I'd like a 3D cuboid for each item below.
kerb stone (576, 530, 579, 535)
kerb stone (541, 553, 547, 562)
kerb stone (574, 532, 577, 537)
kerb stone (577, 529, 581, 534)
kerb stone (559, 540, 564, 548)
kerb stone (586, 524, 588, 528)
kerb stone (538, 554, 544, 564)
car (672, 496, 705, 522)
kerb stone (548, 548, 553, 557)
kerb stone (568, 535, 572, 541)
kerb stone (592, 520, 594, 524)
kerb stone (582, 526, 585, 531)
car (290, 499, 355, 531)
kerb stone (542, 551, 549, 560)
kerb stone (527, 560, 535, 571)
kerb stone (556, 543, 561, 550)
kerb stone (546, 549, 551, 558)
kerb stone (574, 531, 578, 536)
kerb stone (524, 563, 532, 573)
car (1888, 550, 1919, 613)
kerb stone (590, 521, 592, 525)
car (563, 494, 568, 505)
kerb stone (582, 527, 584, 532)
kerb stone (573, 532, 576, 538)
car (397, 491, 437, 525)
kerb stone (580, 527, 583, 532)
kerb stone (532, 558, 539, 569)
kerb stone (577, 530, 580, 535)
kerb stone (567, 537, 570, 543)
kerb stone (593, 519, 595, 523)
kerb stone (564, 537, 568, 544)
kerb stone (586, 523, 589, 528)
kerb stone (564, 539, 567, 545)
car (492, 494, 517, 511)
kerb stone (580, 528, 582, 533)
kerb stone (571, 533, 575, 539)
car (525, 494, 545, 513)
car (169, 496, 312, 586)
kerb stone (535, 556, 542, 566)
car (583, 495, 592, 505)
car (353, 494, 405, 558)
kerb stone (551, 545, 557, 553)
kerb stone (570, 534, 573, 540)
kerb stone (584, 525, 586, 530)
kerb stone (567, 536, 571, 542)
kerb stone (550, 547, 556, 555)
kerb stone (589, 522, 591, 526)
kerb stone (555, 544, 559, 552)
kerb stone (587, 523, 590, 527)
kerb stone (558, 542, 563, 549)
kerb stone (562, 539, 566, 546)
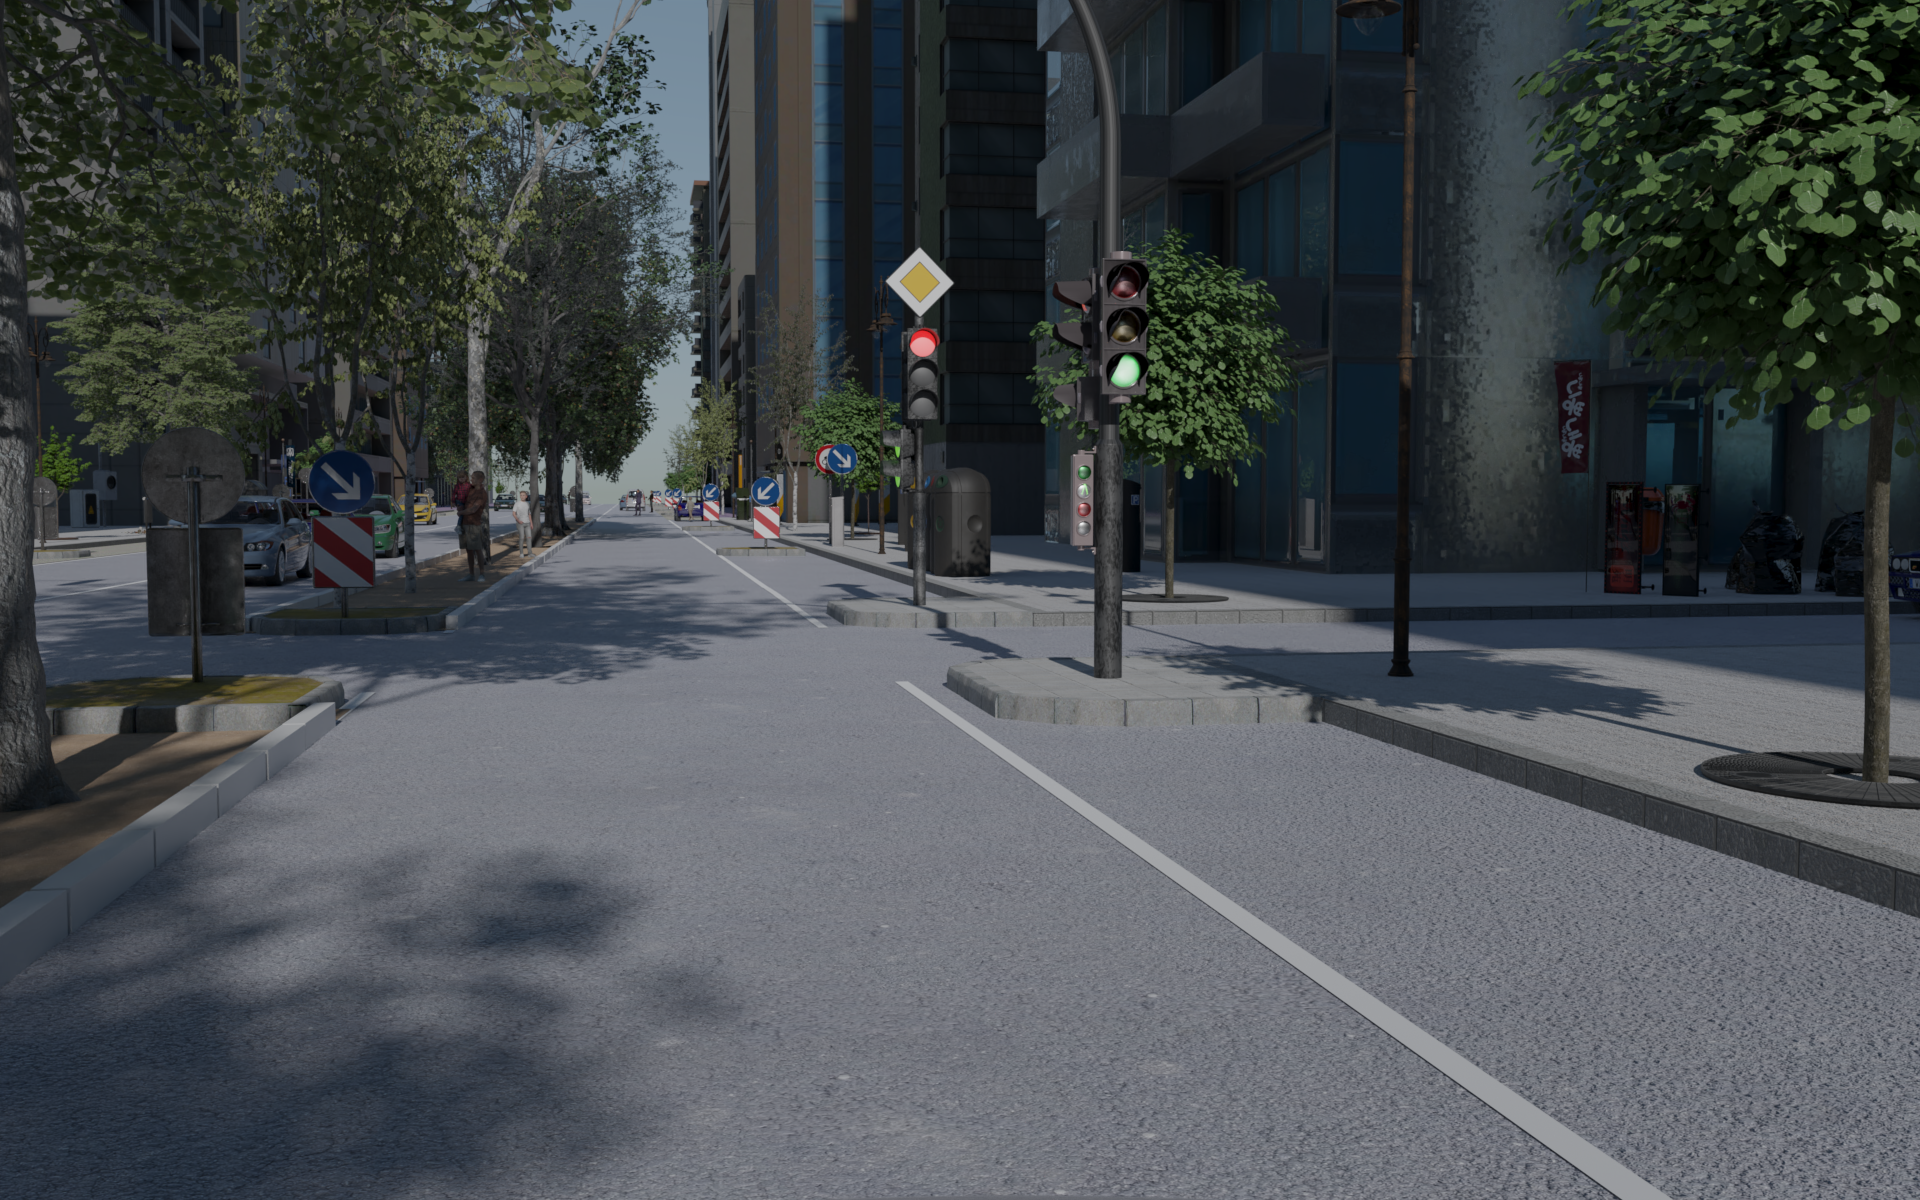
[{"bbox_3d":[-12.709,-2.129,57.004,0.120,0.150,1.000,-1,4,-11],"label":"kerb stone"},{"bbox_3d":[-8.691,-0.832,35.839,0.120,0.150,1.000,-1,4,-11],"label":"kerb stone"},{"bbox_3d":[-12.329,-2.003,54.989,0.120,0.150,1.000,-1,4,-11],"label":"kerb stone"},{"bbox_3d":[-13.086,-2.252,59.021,0.120,0.150,1.000,-1,4,-11],"label":"kerb stone"},{"bbox_3d":[-10.410,-1.389,44.910,0.120,0.150,1.000,-1,4,-11],"label":"kerb stone"},{"bbox_3d":[-15.011,-2.860,69.095,0.120,0.150,1.000,-1,4,-11],"label":"kerb stone"},{"bbox_3d":[-8.500,-0.773,34.829,0.120,0.150,1.000,-1,4,-11],"label":"kerb stone"},{"bbox_3d":[-14.243,-4.842,91.740,1.945,1.354,3.894,-1,4,-12],"label":"car"},{"bbox_3d":[-9.264,-1.017,38.856,0.120,0.150,1.000,-1,4,-11],"label":"kerb stone"},{"bbox_3d":[-11.561,-1.760,50.967,0.120,0.150,1.000,-1,4,-11],"label":"kerb stone"},{"bbox_3d":[-16.726,-3.418,78.170,0.120,0.150,1.000,-1,4,-11],"label":"kerb stone"},{"bbox_3d":[-14.047,-2.558,64.061,0.120,0.150,1.000,-1,4,-11],"label":"kerb stone"},{"bbox_3d":[-13.236,-1.370,34.985,1.945,1.354,3.894,-1,4,-9],"label":"car"},{"bbox_3d":[-8.875,-0.893,36.844,0.120,0.150,1.000,-1,4,-11],"label":"kerb stone"},{"bbox_3d":[-7.933,-0.587,31.805,0.120,0.150,1.000,-1,4,-11],"label":"kerb stone"},{"bbox_3d":[-10.036,-1.265,42.886,0.120,0.150,1.000,-1,4,-11],"label":"kerb stone"},{"bbox_3d":[-9.073,-0.958,37.852,0.120,0.150,1.000,-1,4,-11],"label":"kerb stone"},{"bbox_3d":[-12.522,-2.067,55.997,0.120,0.150,1.000,-1,4,-11],"label":"kerb stone"},{"bbox_3d":[-7.741,-0.526,30.801,0.120,0.150,1.000,-1,4,-11],"label":"kerb stone"},{"bbox_3d":[12.680,-0.431,19.626,3.894,1.354,1.945,-1,4,-10],"label":"car"},{"bbox_3d":[-16.151,-3.238,75.133,0.120,0.150,1.000,-1,4,-11],"label":"kerb stone"},{"bbox_3d":[-54.553,-13.875,236.638,2.009,1.686,4.222,-1,4,-12],"label":"car"},{"bbox_3d":[-13.856,-2.499,63.046,0.120,0.150,1.000,-1,4,-11],"label":"kerb stone"},{"bbox_3d":[-12.137,-1.944,53.985,0.120,0.150,1.000,-1,4,-11],"label":"kerb stone"},{"bbox_3d":[-25.217,-4.274,80.108,2.015,1.641,3.980,-1,4,-12],"label":"car"},{"bbox_3d":[-13.664,-2.437,62.033,0.120,0.150,1.000,-1,4,-11],"label":"kerb stone"},{"bbox_3d":[-8.119,-0.649,32.813,0.120,0.150,1.000,-1,4,-11],"label":"kerb stone"},{"bbox_3d":[-12.898,-2.190,58.010,0.120,0.150,1.000,-1,4,-11],"label":"kerb stone"},{"bbox_3d":[-11.180,-1.636,48.938,0.120,0.150,1.000,-1,4,-11],"label":"kerb stone"},{"bbox_3d":[-17.299,-3.608,81.187,0.120,0.150,1.000,-1,4,-11],"label":"kerb stone"},{"bbox_3d":[-10.987,-1.574,47.934,0.120,0.150,1.000,-1,4,-11],"label":"kerb stone"},{"bbox_3d":[-15.196,-2.925,70.111,0.120,0.150,1.000,-1,4,-11],"label":"kerb stone"},{"bbox_3d":[-10.800,-1.510,46.927,0.120,0.150,1.000,-1,4,-11],"label":"kerb stone"},{"bbox_3d":[-38.057,-8.265,144.918,2.009,1.686,4.222,-1,4,-12],"label":"car"},{"bbox_3d":[-13.473,-2.373,61.028,0.120,0.150,1.000,-1,4,-11],"label":"kerb stone"},{"bbox_3d":[-11.947,-1.883,52.979,0.120,0.150,1.000,-1,4,-11],"label":"kerb stone"},{"bbox_3d":[-29.879,-6.864,122.010,2.009,1.686,4.222,-1,4,-13],"label":"car"},{"bbox_3d":[-11.733,-0.999,28.331,2.014,1.417,4.499,-1,4,-11],"label":"car"},{"bbox_3d":[-8.309,-0.711,33.818,0.120,0.150,1.000,-1,4,-11],"label":"kerb stone"},{"bbox_3d":[-49.518,-13.184,227.927,2.083,1.381,4.827,-1,4,-10],"label":"car"},{"bbox_3d":[-13.781,-1.721,39.942,2.131,1.459,4.920,-1,4,-12],"label":"car"},{"bbox_3d":[-9.648,-1.142,40.876,0.120,0.150,1.000,-1,4,-11],"label":"kerb stone"},{"bbox_3d":[-11.755,-1.818,51.971,0.120,0.150,1.000,-1,4,-11],"label":"kerb stone"},{"bbox_3d":[-14.430,-2.684,66.074,0.120,0.150,1.000,-1,4,-11],"label":"kerb stone"},{"bbox_3d":[-11.372,-1.698,49.954,0.120,0.150,1.000,-1,4,-11],"label":"kerb stone"},{"bbox_3d":[-9.449,-1.081,39.872,0.120,0.150,1.000,-1,4,-11],"label":"kerb stone"},{"bbox_3d":[-15.766,-3.115,73.124,0.120,0.150,1.000,-1,4,-11],"label":"kerb stone"},{"bbox_3d":[-9.836,-1.204,41.881,0.120,0.150,1.000,-1,4,-11],"label":"kerb stone"},{"bbox_3d":[-15.381,-2.992,71.116,0.120,0.150,1.000,-1,4,-11],"label":"kerb stone"},{"bbox_3d":[-10.221,-1.323,43.899,0.120,0.150,1.000,-1,4,-11],"label":"kerb stone"},{"bbox_3d":[-10.595,-1.451,45.925,0.120,0.150,1.000,-1,4,-11],"label":"kerb stone"}]
